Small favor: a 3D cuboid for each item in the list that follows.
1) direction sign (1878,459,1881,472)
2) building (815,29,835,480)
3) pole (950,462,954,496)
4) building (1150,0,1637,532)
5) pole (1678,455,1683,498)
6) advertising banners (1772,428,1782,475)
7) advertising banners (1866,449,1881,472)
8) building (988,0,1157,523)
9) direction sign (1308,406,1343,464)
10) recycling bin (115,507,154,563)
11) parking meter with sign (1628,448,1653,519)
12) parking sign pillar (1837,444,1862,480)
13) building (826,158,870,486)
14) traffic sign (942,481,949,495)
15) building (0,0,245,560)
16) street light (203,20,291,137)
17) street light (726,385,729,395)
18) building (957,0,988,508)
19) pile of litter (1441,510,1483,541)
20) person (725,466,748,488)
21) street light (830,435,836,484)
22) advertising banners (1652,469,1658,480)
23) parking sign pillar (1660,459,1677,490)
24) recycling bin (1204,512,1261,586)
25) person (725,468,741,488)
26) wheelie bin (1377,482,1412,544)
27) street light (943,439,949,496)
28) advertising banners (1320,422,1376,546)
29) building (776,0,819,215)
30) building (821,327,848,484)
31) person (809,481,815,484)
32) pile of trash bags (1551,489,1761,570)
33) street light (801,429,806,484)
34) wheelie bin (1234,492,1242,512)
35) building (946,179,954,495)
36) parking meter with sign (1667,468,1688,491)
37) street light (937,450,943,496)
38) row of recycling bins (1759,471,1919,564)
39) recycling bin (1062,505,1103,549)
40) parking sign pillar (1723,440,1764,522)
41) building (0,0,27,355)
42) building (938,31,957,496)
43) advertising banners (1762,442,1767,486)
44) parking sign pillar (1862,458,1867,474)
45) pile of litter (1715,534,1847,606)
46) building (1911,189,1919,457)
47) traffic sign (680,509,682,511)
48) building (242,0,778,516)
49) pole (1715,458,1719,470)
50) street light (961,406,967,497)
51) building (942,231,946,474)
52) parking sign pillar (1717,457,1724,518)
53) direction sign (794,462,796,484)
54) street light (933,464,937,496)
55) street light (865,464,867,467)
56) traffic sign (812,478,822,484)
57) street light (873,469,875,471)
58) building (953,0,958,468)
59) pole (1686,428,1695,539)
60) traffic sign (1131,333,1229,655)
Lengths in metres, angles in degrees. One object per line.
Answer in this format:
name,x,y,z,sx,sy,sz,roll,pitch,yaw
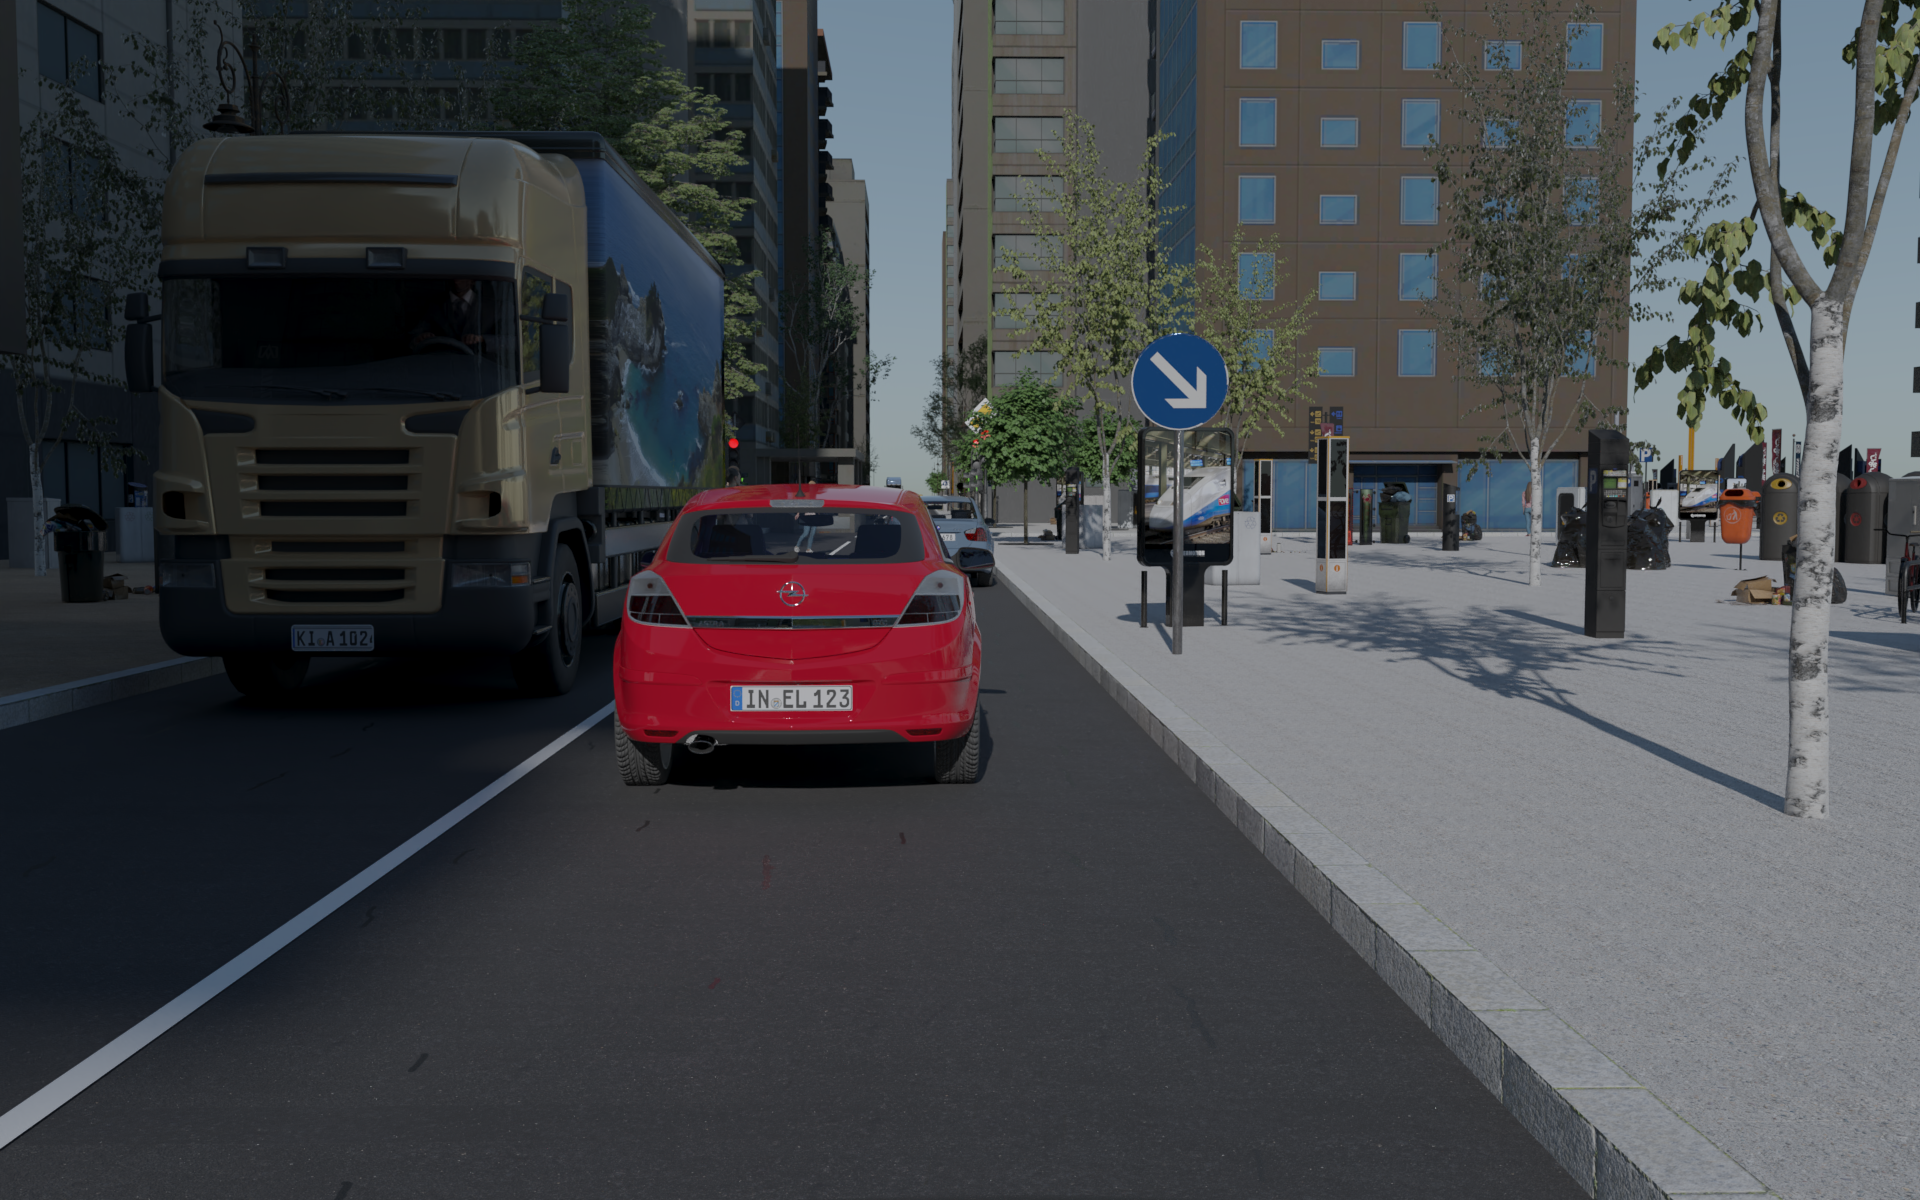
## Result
direction sign,58.642,-7.294,111.251,0.876,3.537,0.379,2,4,35
building,-23.128,-30.993,161.364,22.147,44.769,28.867,0,4,-1
pole,-0.506,-7.201,111.575,0.158,3.312,0.155,0,3,0
building,14.982,-25.273,63.318,14.200,45.320,14.600,0,4,-1
pole,37.694,-5.922,90.675,0.158,3.312,0.155,0,3,0
advertising banners,21.866,-3.024,45.627,0.090,3.025,2.074,0,4,-1
advertising banners,34.009,-4.274,66.069,2.074,3.025,0.090,0,4,8
building,8.259,-24.350,81.709,14.154,41.232,14.086,0,4,-1
direction sign,9.459,-3.232,44.847,0.876,3.537,0.379,0,4,3
recycling bin,-15.486,-1.229,32.655,0.722,1.027,0.722,-2,4,-32
parking meter with sign,25.046,-4.177,64.563,1.738,3.016,0.543,-2,4,-33
parking sign pillar,47.794,-6.464,94.159,1.447,3.967,1.447,-3,5,-42
building,-24.139,-38.470,252.679,21.300,48.544,21.600,0,4,-1
traffic sign,-1.086,-7.764,129.070,0.606,2.300,0.079,0,4,8
building,-28.998,-36.560,36.011,20.611,71.187,20.563,0,4,-1
street light,-7.083,-2.738,17.560,0.468,5.910,1.993,0,4,-1
street light,-8.010,-5.251,58.642,0.468,5.910,1.993,0,4,-1
building,10.657,-32.065,147.957,21.300,48.544,21.600,0,4,-1
pile of litter,13.809,-2.074,47.876,1.719,0.858,1.176,-3,5,-40
person,-3.734,-1.294,29.022,0.648,1.900,0.474,-3,5,-42
street light,-9.950,-9.991,136.136,0.468,5.910,1.993,0,4,-1
advertising banners,49.023,-7.621,120.792,2.074,3.025,0.090,-1,4,-21
parking sign pillar,54.278,-8.826,132.771,1.447,3.967,1.447,-1,4,-22
recycling bin,3.814,-0.740,24.652,0.722,1.027,0.722,-1,4,-14
person,-2.967,-0.881,23.252,0.599,1.781,0.374,0,4,4
wheelie bin,11.268,-2.260,44.866,0.693,1.594,0.980,-3,5,-43
street light,-0.896,-9.822,133.377,0.468,5.910,1.993,0,4,-1
advertising banners,9.600,-2.858,42.917,2.074,3.025,0.090,-3,4,-37
building,-18.728,-29.954,139.856,14.600,45.320,14.200,0,4,-1
building,-26.725,-21.149,190.825,27.650,21.520,28.899,0,4,-1
person,-3.674,-1.942,40.924,0.598,1.740,0.731,2,4,28
pile of trash bags,11.950,-1.233,29.912,3.447,1.369,1.912,3,5,42
street light,-9.082,-7.807,100.429,0.468,5.910,1.993,0,4,-1
wheelie bin,4.127,-1.232,28.045,0.693,1.594,0.980,-1,4,-21
building,5.156,-33.230,226.905,14.154,41.232,14.086,0,4,-1
parking meter with sign,48.562,-7.445,117.979,1.738,3.016,0.543,2,4,31
street light,-1.719,-11.911,167.535,0.468,5.910,1.993,0,4,-1
row of recycling bins,16.602,-1.545,32.372,1.069,1.692,3.534,-2,4,-29
recycling bin,2.887,-1.730,40.843,0.722,1.027,0.722,3,5,40
parking sign pillar,36.508,-5.599,80.021,1.447,3.967,1.447,-2,4,-28
building,-16.240,-21.962,9.194,14.600,45.320,14.200,0,4,-1
building,6.887,-50.724,267.594,20.563,71.187,20.611,0,4,-1
advertising banners,27.546,-3.836,58.904,0.090,3.025,2.074,3,5,40
parking sign pillar,52.862,-6.915,101.539,1.447,3.967,1.447,-3,5,-42
pile of litter,9.682,-0.395,20.419,1.719,0.858,1.176,0,4,-8
building,52.382,-27.286,69.835,21.600,48.544,21.300,0,4,-1
traffic sign,-7.392,-2.805,45.961,0.768,2.556,0.104,0,4,2
building,-20.196,-23.112,69.764,32.217,40.220,23.993,0,4,-1
pole,43.029,-6.402,98.516,0.158,3.312,0.155,0,3,0
street light,0.245,-7.225,90.909,0.468,5.910,1.993,0,4,-1
building,4.001,-38.874,285.691,14.600,45.320,14.200,0,4,-1
parking sign pillar,40.631,-6.328,91.937,1.447,3.967,1.447,-3,5,-43
direction sign,-8.396,-5.889,88.281,0.379,3.537,0.876,-1,4,-11
street light,-2.677,-14.468,209.336,0.468,5.910,1.993,0,4,-1
street light,-11.853,-15.030,218.534,0.468,5.910,1.993,0,4,-1
traffic sign,-8.827,-6.409,106.916,0.606,2.300,0.079,0,4,3
street light,-12.936,-17.583,260.267,0.468,5.910,1.993,0,4,-1
building,9.775,-39.862,193.749,21.231,58.520,28.212,0,4,-1
pole,20.714,-3.380,49.104,0.158,3.312,0.155,0,3,0
traffic sign,1.742,-0.837,13.799,0.768,2.556,0.104,0,4,5
